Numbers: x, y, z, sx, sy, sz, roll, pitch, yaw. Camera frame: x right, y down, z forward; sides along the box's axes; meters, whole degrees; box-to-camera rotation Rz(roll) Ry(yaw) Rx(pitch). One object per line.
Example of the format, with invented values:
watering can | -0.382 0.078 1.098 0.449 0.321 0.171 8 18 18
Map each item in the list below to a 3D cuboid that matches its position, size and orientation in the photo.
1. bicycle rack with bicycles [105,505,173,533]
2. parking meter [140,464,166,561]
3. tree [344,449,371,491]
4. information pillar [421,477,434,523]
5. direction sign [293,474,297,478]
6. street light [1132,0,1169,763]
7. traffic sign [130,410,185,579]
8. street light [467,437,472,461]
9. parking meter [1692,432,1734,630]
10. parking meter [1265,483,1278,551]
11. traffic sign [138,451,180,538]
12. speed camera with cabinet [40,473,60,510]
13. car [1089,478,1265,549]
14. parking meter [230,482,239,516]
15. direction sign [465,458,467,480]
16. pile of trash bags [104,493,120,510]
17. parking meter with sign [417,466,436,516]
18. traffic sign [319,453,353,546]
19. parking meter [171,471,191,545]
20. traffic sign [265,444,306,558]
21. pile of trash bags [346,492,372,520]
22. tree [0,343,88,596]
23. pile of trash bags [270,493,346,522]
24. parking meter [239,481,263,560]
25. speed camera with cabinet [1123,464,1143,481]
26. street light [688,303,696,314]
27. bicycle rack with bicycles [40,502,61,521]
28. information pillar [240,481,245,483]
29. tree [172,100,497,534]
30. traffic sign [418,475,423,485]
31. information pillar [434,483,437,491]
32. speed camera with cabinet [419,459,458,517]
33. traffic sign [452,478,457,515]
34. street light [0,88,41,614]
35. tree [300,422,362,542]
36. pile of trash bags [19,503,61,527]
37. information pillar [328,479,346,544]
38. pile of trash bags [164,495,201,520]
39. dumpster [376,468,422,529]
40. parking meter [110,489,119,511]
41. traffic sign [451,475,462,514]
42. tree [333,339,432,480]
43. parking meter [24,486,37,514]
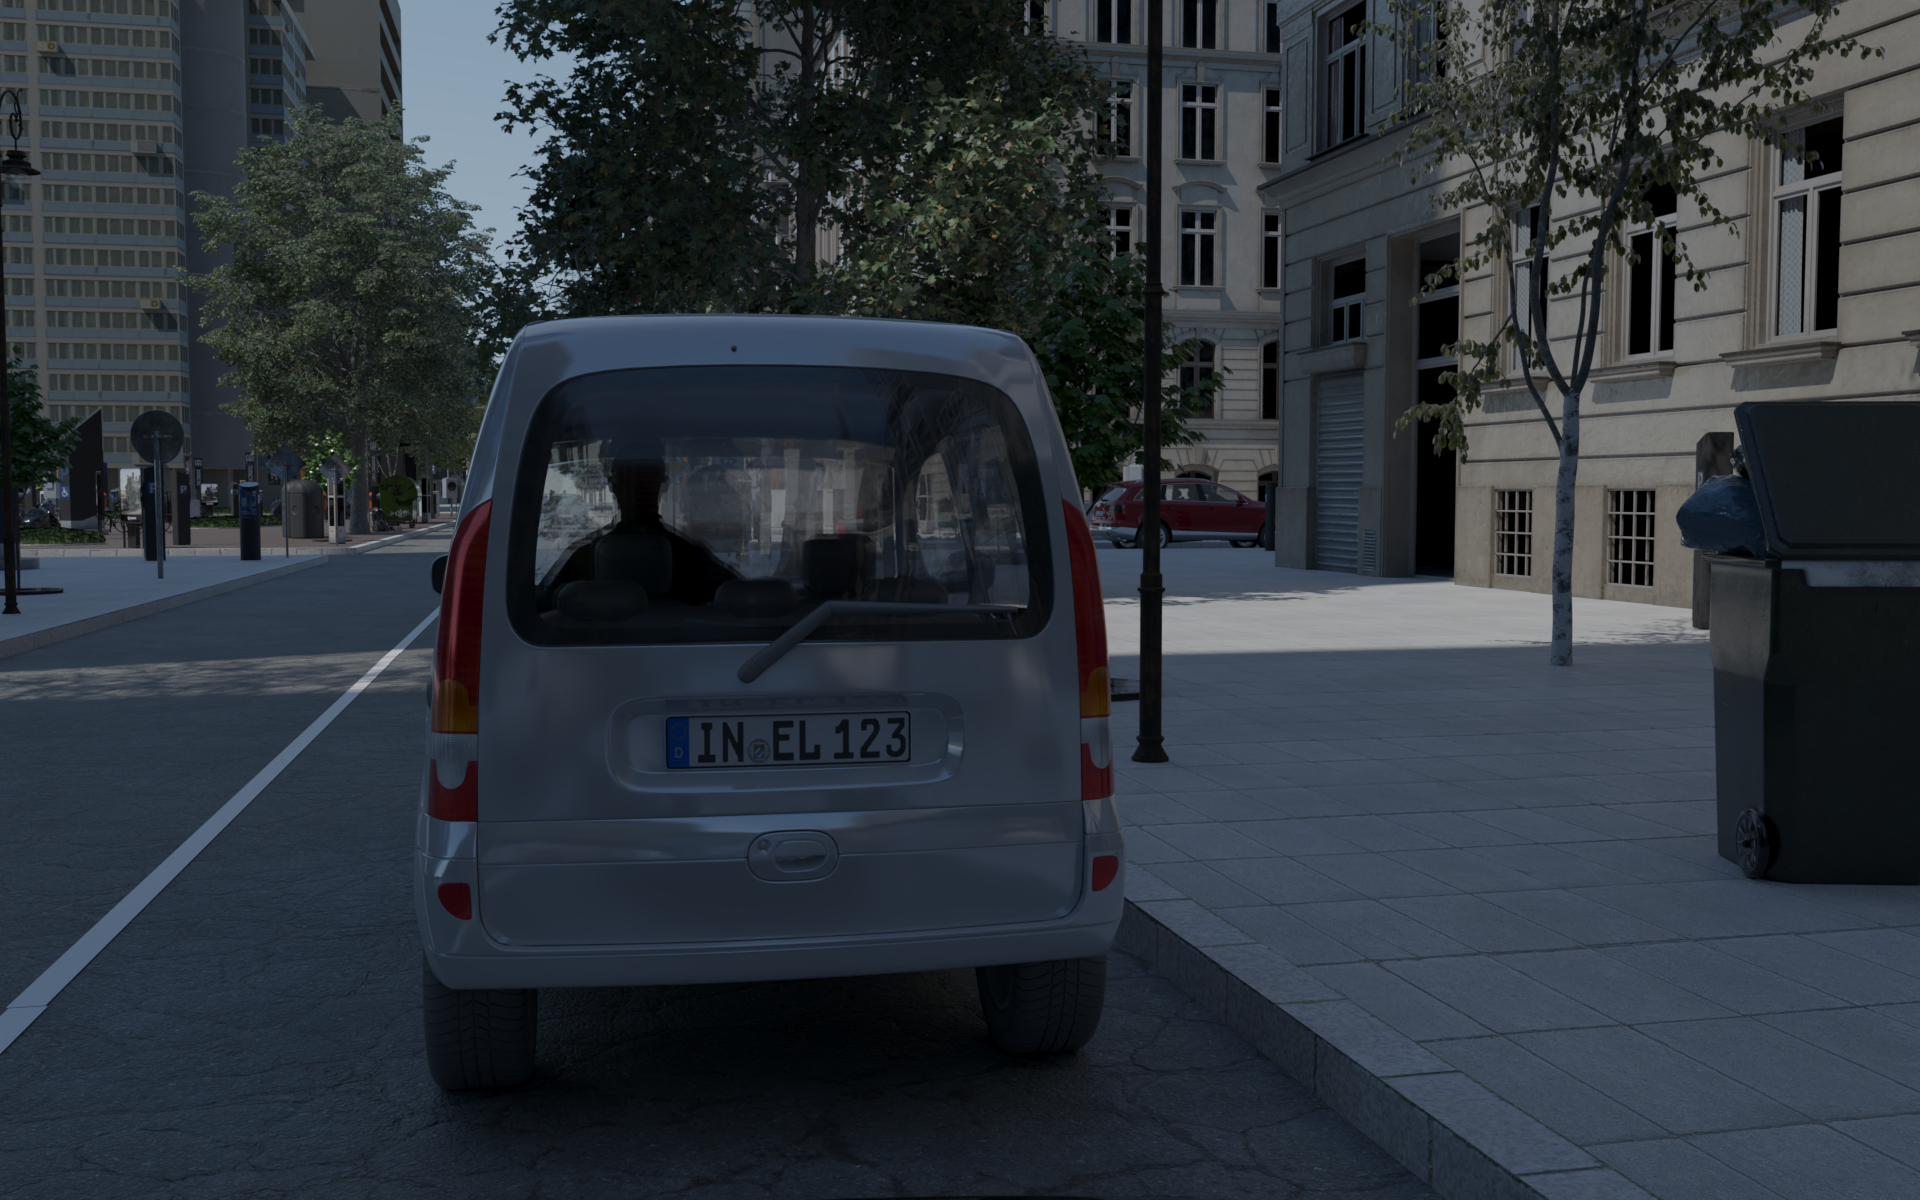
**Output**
bicycle rack with bicycles | -27.152 -2.700 57.527 2.852 0.926 2.925 3 5 40
parking meter | -15.512 -1.686 33.280 0.399 1.863 0.255 -2 4 -33
tree | -38.742 -7.796 111.175 4.285 4.588 4.351 0 3 0
information pillar | -23.396 -4.365 75.860 0.304 2.012 0.304 1 4 9
direction sign | -33.446 -5.762 86.208 0.876 3.537 0.379 -3 5 -40
street light | 0.916 -2.164 8.164 0.468 5.910 1.993 -1 4 -13
traffic sign | -12.154 -1.599 26.256 0.768 2.556 0.104 -1 4 -12
street light | -33.158 -8.844 117.387 0.468 5.910 1.993 -1 4 -13
parking meter | 7.159 -0.658 16.473 0.255 1.863 0.399 1 4 8
parking meter | 7.071 -1.875 39.062 0.372 1.533 0.369 0 3 0
traffic sign | -13.738 -1.810 29.693 0.768 2.556 0.104 0 4 -6
speed camera with cabinet | -52.667 -6.482 100.323 2.038 3.252 0.660 3 5 45
car | 5.815 -2.072 42.557 5.304 1.827 2.281 -1 4 -15
parking meter | -35.211 -4.794 84.089 0.255 1.863 0.399 -3 5 -44
direction sign | -30.192 -6.966 105.885 0.379 3.537 0.876 -1 4 -15
pile of trash bags | -46.111 -5.261 95.763 3.447 1.369 1.912 0 4 3
parking meter with sign | -31.626 -6.501 102.545 0.543 3.016 1.738 0 4 6
traffic sign | -15.338 -2.382 42.594 0.795 2.450 0.064 -1 4 -13
parking meter | -19.583 -2.315 43.559 0.255 1.863 0.399 2 4 32
traffic sign | -13.541 -1.906 34.813 0.795 2.450 0.064 -1 4 -13
pile of trash bags | -30.951 -4.743 87.295 3.447 1.369 1.912 -3 4 -37
tree | -12.008 -1.690 22.231 1.663 3.219 1.824 0 3 0
pile of trash bags | -30.655 -4.340 80.714 3.447 1.369 1.912 2 4 32
parking meter | -13.769 -1.539 33.581 0.372 1.533 0.369 0 3 0
speed camera with cabinet | 6.211 -3.700 54.828 2.038 3.252 0.660 0 4 -2
street light | -5.607 -3.879 36.210 0.468 5.910 1.993 -1 4 -13
bicycle rack with bicycles | -44.014 -4.200 82.045 2.925 0.926 2.852 1 4 20
information pillar | -38.835 -5.476 94.032 0.304 2.012 0.304 1 4 13
tree | -19.368 -9.082 55.138 9.857 13.997 8.962 0 3 0
traffic sign | -33.050 -6.536 106.860 0.884 2.594 0.081 0 4 -5
information pillar | -33.437 -6.450 109.944 0.304 2.012 0.304 2 4 35
speed camera with cabinet | -29.504 -6.337 97.944 2.038 3.252 0.660 -3 5 -39
traffic sign | -31.496 -6.437 107.370 0.606 2.300 0.079 -1 4 -13
street light | -10.172 -2.789 18.393 0.468 5.910 1.993 -1 4 -13
tree | -16.881 -3.192 46.795 1.663 3.219 1.824 0 3 0
pile of trash bags | -32.318 -3.000 58.804 3.447 1.369 1.912 0 4 7
information pillar | -15.964 -2.438 44.354 0.304 2.012 0.304 3 4 37
pile of trash bags | -38.094 -4.527 83.766 1.912 1.369 3.447 0 4 -2
dumpster | -21.034 -3.818 64.921 1.502 2.255 1.985 -1 4 -13
parking meter | -45.883 -5.235 94.004 0.372 1.533 0.369 0 3 0
traffic sign | -33.207 -6.973 114.115 0.768 2.556 0.104 -1 4 -11
tree | -23.247 -7.347 70.491 4.360 8.622 3.978 0 3 0
parking meter | -37.373 -3.909 69.628 0.399 1.863 0.255 1 4 9
